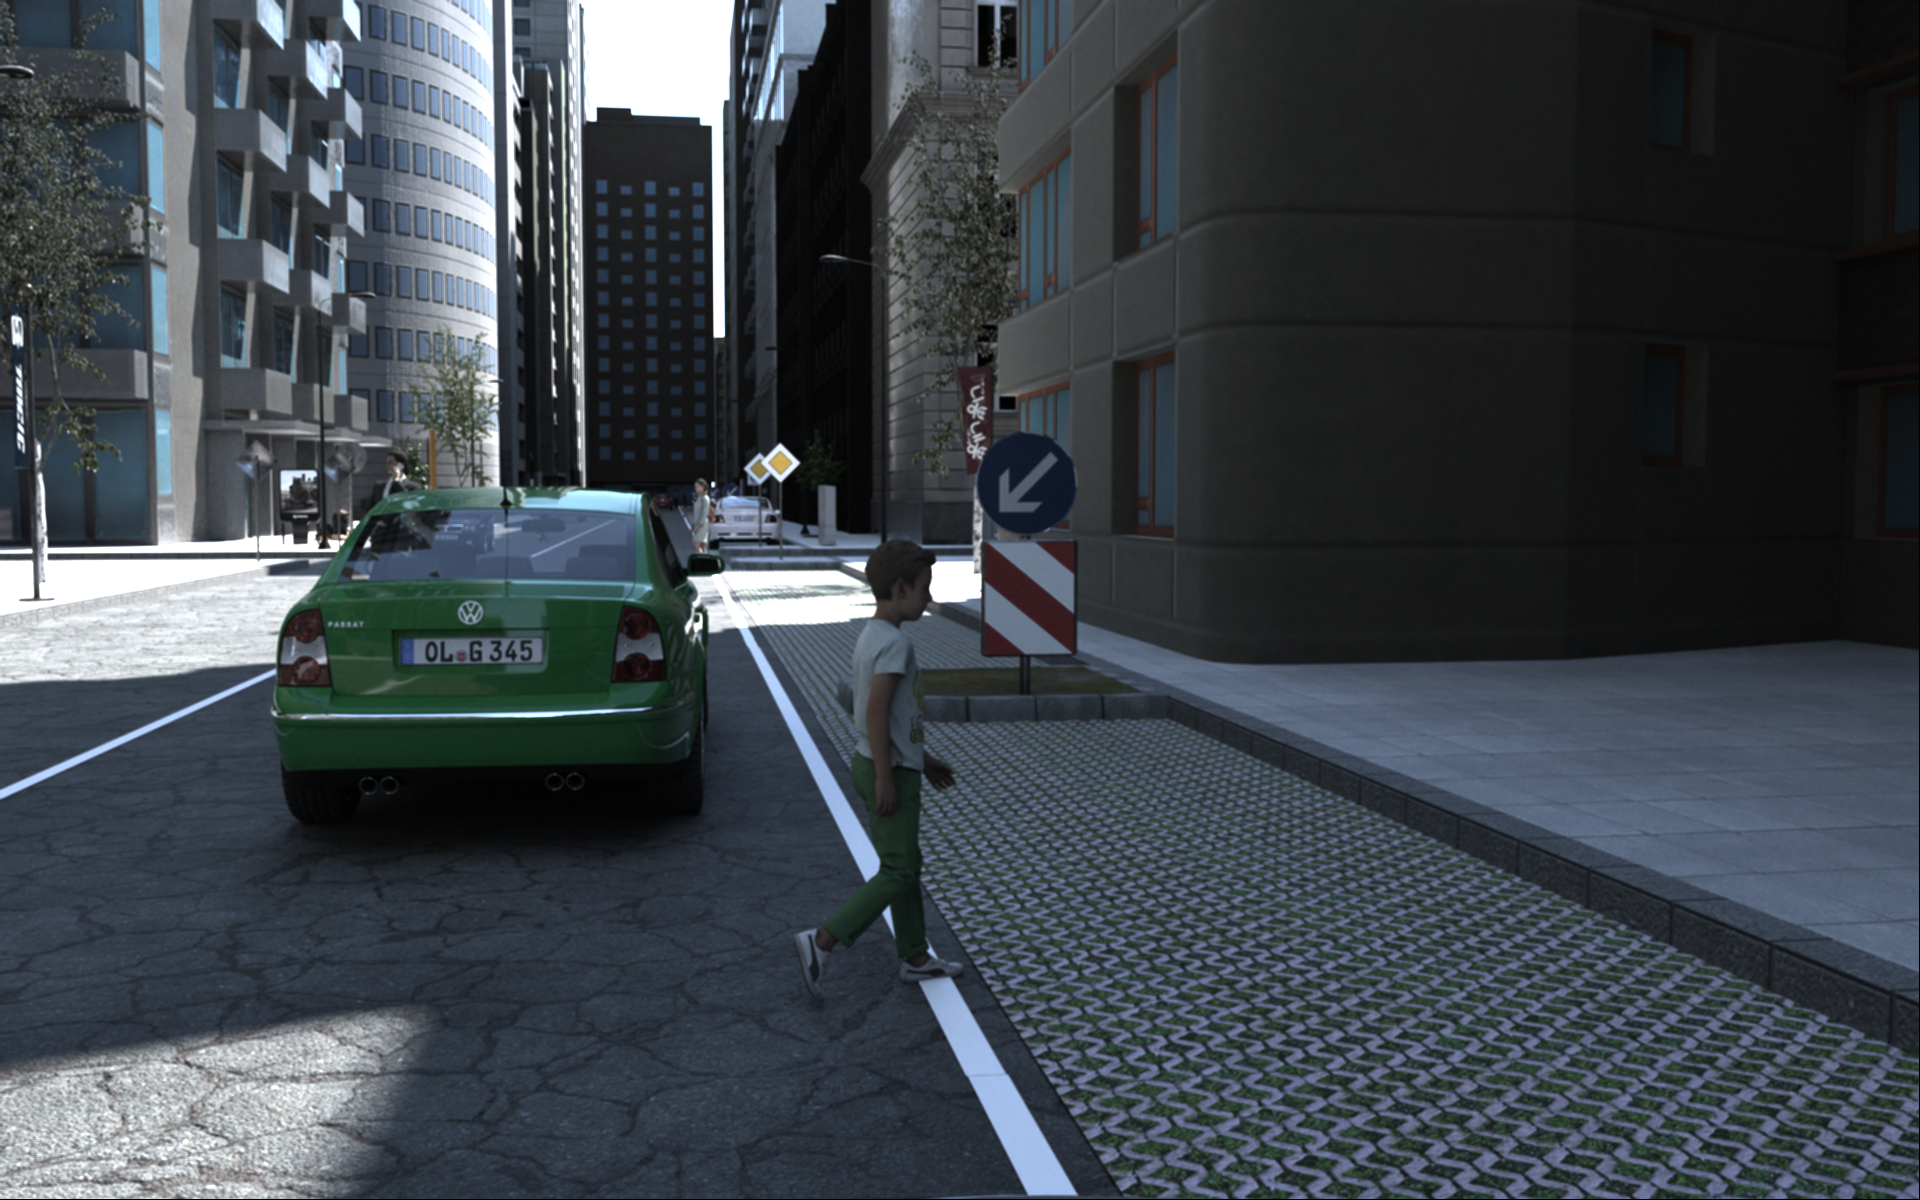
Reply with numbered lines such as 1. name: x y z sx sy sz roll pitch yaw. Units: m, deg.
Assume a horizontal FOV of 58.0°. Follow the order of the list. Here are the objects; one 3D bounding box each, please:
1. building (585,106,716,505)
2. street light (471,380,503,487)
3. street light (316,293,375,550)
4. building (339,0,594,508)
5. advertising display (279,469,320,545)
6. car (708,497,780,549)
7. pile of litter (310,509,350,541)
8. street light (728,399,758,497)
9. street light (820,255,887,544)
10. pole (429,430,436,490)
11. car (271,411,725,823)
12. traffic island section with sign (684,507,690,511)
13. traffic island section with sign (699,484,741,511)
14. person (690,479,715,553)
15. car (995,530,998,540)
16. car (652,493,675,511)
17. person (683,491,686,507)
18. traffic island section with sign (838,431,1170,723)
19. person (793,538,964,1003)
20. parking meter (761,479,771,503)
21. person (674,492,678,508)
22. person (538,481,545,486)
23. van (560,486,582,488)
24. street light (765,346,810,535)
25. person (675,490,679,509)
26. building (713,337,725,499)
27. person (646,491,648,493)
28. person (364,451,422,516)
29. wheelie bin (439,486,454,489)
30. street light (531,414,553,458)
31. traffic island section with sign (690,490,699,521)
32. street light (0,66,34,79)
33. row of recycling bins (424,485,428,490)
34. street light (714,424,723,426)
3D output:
1. building: -36.338 -33.901 204.387 14.200 45.320 14.600 -1 4 -9
2. street light: -19.239 -5.984 70.376 1.470 5.913 1.316 -1 4 -9
3. street light: -14.191 -4.129 40.050 1.470 5.913 1.316 -1 4 -9
4. building: -58.046 -40.566 205.259 28.212 58.520 21.231 -1 4 -9
5. advertising display: -16.797 -2.377 44.071 0.974 1.923 0.123 0 4 -7
6. car: -5.764 -2.065 46.123 2.083 1.381 4.827 0 4 -8
7. pile of litter: -17.107 -2.084 48.032 1.719 0.858 1.176 -1 4 -11
8. street light: -10.543 -6.893 85.247 1.470 5.913 1.316 -1 4 -9
9. street light: -2.033 -3.757 33.964 1.470 5.913 1.316 -1 4 -9
10. pole: -16.698 -3.734 54.896 0.158 3.312 0.155 0 3 0
11. car: -2.211 -0.013 9.003 1.959 1.807 4.718 0 4 -8
12. traffic island section with sign: -21.527 -8.182 142.399 1.989 1.847 2.006 -1 4 -9
13. traffic island section with sign: -8.870 -3.531 66.358 1.989 1.847 2.006 -1 4 -9
14. person: -4.631 -1.317 31.029 0.522 1.701 0.512 -2 4 -30
15. car: 3.017 -1.894 39.999 4.494 1.783 2.155 -1 4 -9
16. car: -26.114 -8.759 152.255 2.155 1.783 4.494 -1 4 -8
17. person: -28.016 -10.201 176.210 0.530 1.710 0.541 1 4 18
18. traffic island section with sign: 0.199 -0.191 11.755 1.989 1.847 2.006 -1 4 -9
19. person: -0.233 0.476 4.973 0.590 1.304 0.306 -2 4 -34
20. parking meter: -7.687 -3.829 68.309 0.399 1.863 0.255 0 4 7
21. person: -29.042 -10.258 177.136 0.541 1.710 0.530 -2 4 -27
22. person: -12.903 -2.743 53.353 0.555 1.821 0.388 0 4 -4
23. van: -20.288 -5.053 89.628 2.013 2.044 4.112 -1 4 -8
24. street light: -5.453 -5.026 54.722 1.470 5.913 1.316 -1 4 -9
25. person: -27.074 -9.610 165.605 0.705 1.826 1.348 0 4 -1
26. building: -15.893 -22.680 215.849 28.899 21.520 27.650 -1 4 -9
27. person: -26.096 -8.245 144.244 0.436 1.711 0.756 0 4 7
28. person: -6.175 -0.668 18.786 0.648 1.900 0.474 0 4 -8
29. wheelie bin: -21.264 -3.898 71.641 0.980 1.594 0.693 -3 4 -39
30. street light: -24.404 -7.861 101.072 1.470 5.913 1.316 -1 4 -9
31. traffic island section with sign: -13.339 -5.169 93.141 1.989 1.847 2.006 -1 4 -9
32. street light: -10.757 -2.834 18.880 1.470 5.913 1.316 -1 4 -9
33. row of recycling bins: -24.620 -4.302 77.458 1.069 1.692 3.534 -3 5 -44
34. street light: -15.678 -8.736 115.367 1.470 5.913 1.316 -1 4 -9
